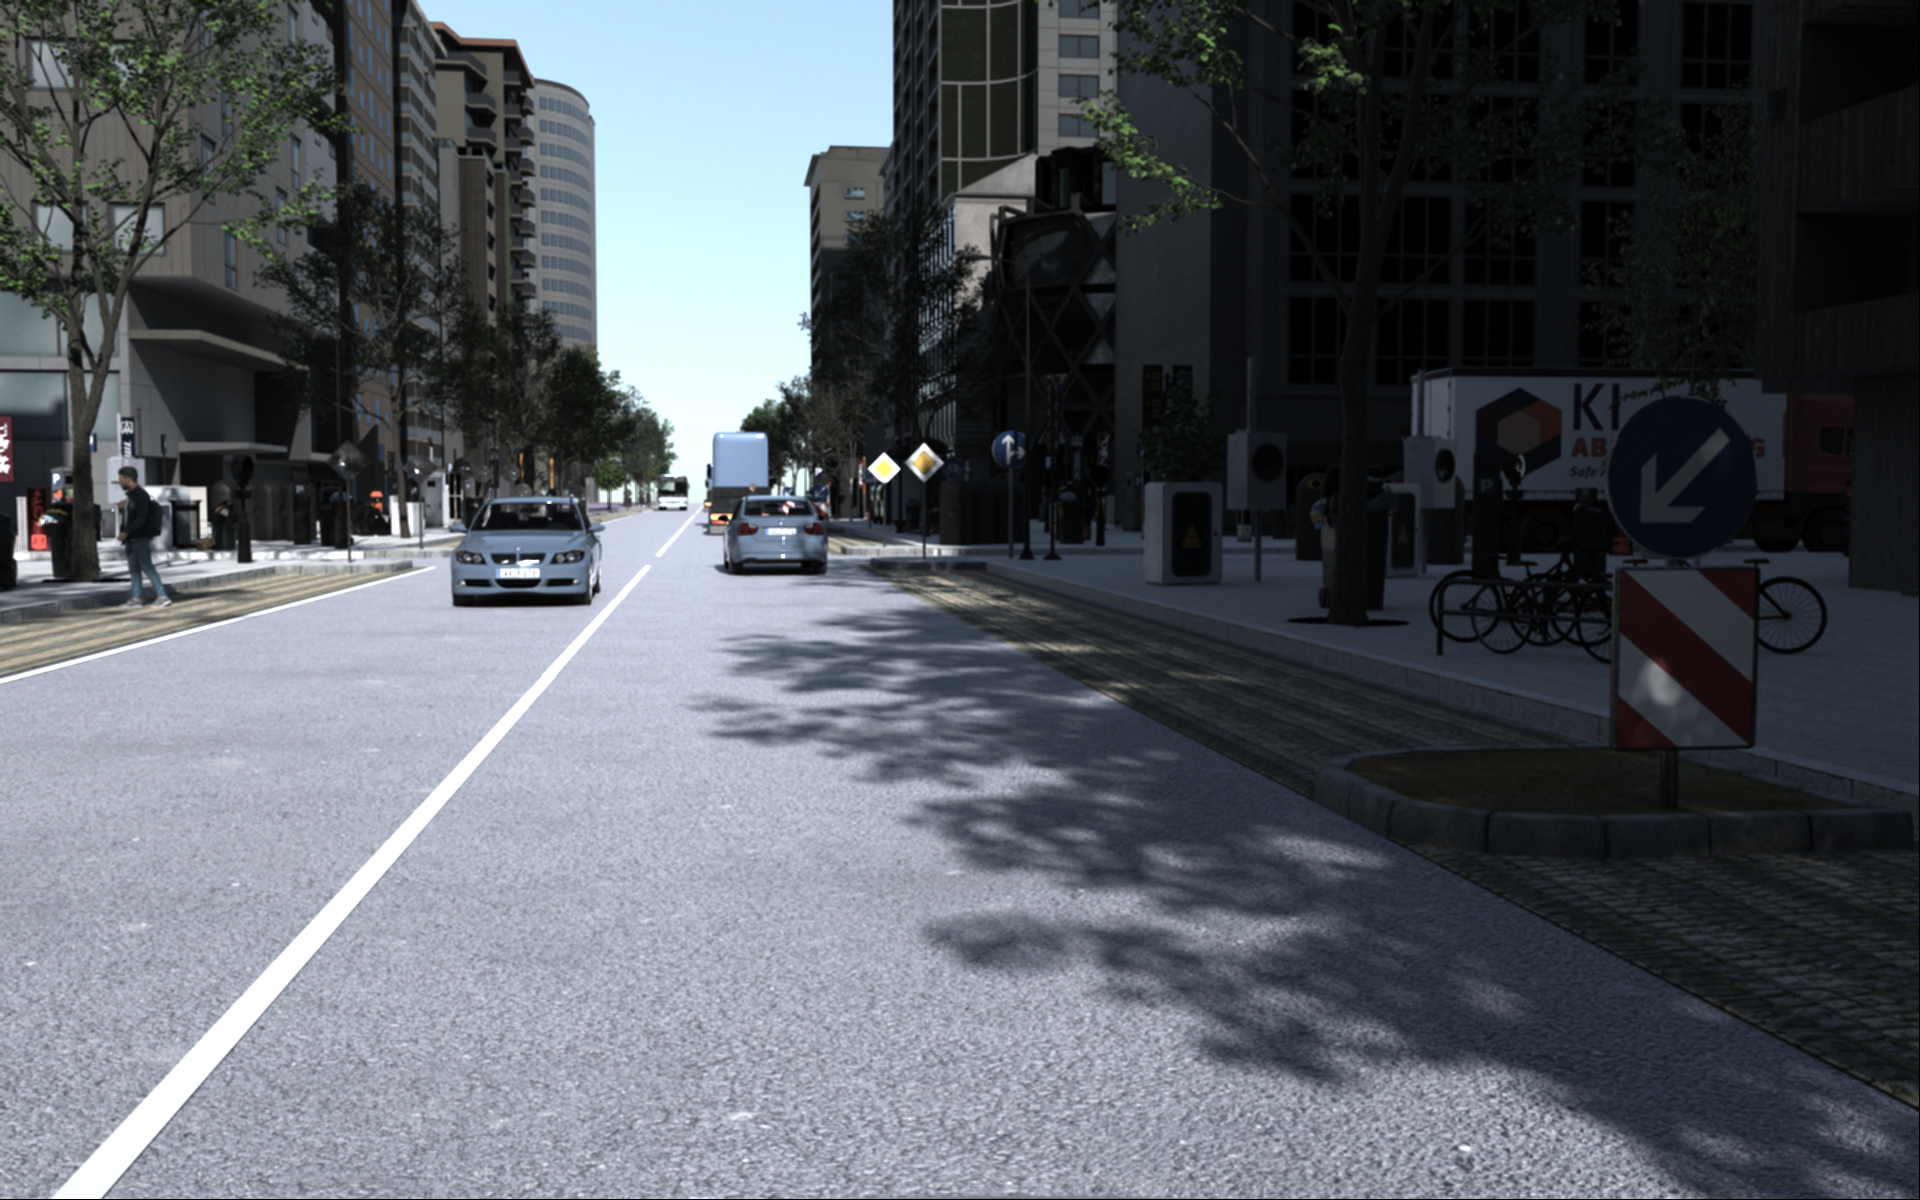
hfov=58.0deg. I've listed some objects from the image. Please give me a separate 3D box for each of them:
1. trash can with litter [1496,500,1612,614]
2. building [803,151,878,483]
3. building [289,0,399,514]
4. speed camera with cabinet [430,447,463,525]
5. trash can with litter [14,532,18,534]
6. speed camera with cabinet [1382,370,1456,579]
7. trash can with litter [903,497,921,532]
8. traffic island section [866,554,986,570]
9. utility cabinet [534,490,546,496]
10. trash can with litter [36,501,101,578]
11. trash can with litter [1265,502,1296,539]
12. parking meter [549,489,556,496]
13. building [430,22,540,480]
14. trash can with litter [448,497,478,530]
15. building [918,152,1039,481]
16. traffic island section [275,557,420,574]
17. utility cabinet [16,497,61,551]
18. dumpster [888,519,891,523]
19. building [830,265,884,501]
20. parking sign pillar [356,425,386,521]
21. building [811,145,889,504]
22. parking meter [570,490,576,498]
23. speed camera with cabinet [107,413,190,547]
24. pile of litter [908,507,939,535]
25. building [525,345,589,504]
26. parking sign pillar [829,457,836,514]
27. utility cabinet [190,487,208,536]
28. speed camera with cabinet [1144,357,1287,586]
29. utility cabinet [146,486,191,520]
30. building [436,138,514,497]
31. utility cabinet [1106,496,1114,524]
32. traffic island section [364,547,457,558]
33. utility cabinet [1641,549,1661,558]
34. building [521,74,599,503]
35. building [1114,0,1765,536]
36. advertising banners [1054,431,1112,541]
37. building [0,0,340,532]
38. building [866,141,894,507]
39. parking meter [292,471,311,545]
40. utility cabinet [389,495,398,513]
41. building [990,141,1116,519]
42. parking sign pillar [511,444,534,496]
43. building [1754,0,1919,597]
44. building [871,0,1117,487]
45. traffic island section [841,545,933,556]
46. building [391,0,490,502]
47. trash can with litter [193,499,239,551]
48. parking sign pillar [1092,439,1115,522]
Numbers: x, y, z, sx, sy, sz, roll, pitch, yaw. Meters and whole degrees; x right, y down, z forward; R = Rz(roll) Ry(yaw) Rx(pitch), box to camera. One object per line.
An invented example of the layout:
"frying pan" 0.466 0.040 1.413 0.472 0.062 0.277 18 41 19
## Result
"trash can with litter" 6.646 -0.497 19.178 2.233 1.210 1.678 -2 4 -35
"building" -8.512 -41.189 262.681 28.713 52.752 27.495 0 4 -8
"building" -40.534 -27.407 98.215 14.600 45.320 14.200 0 4 -8
"speed camera with cabinet" -21.488 -4.766 72.258 2.038 3.252 0.660 3 5 42
"trash can with litter" -30.771 -2.775 56.434 1.678 1.210 2.233 2 4 34
"speed camera with cabinet" 6.982 -1.999 27.027 2.038 3.252 0.660 -3 5 -45
"trash can with litter" -1.587 -2.896 58.736 0.624 1.170 1.055 0 4 6
"traffic island section" -0.678 -0.707 33.844 2.009 0.180 2.903 0 4 -8
"utility cabinet" -25.001 -5.759 102.838 0.318 1.500 1.173 -3 5 -44
"trash can with litter" -13.727 -0.939 26.742 0.624 1.170 1.055 0 4 -6
"trash can with litter" 9.240 -2.324 49.392 1.055 1.170 0.624 -3 5 -44
"parking meter" -21.764 -5.140 92.449 0.372 1.533 0.369 0 3 0
"building" -51.987 -31.136 163.697 22.147 44.769 28.867 0 4 -8
"trash can with litter" -17.820 -3.100 62.074 0.624 1.170 1.055 2 4 25
"building" 3.036 -15.905 109.203 9.793 20.994 18.267 0 4 -8
"traffic island section" -11.412 -0.615 32.328 2.009 0.180 2.903 0 4 -8
"utility cabinet" -20.849 -1.716 39.226 1.020 1.237 0.306 1 4 20
"dumpster" -2.825 -4.570 77.219 1.502 2.255 1.985 0 4 -8
"building" -9.633 -27.425 220.098 14.160 30.474 14.107 0 4 -8
"parking sign pillar" -23.057 -4.847 67.719 1.447 3.967 1.447 3 4 36
"building" -9.146 -37.570 237.972 21.300 48.544 21.600 0 4 -8
"parking meter" -24.369 -6.157 109.085 0.372 1.533 0.369 0 3 0
"speed camera with cabinet" -19.856 -2.939 42.387 2.038 3.252 0.660 1 4 19
"pile of litter" -0.955 -2.522 55.198 1.176 0.858 1.719 -2 4 -35
"building" -61.564 -22.712 216.381 27.650 21.520 28.899 0 4 -8
"parking sign pillar" -7.866 -7.485 110.845 1.447 3.967 1.447 0 4 -5
"utility cabinet" -23.462 -2.677 52.450 1.173 1.500 0.318 -3 5 -40
"speed camera with cabinet" 3.657 -1.859 24.723 2.038 3.252 0.660 -2 4 -23
"utility cabinet" -20.832 -2.238 45.265 1.173 1.500 0.318 1 4 9
"building" -44.921 -22.717 143.122 14.160 30.474 14.107 0 4 -8
"utility cabinet" 6.632 -3.809 73.444 0.306 1.237 1.020 3 5 44
"traffic island section" -12.536 -1.098 40.234 2.009 0.180 2.903 0 4 -8
"utility cabinet" 14.051 -1.592 34.705 1.173 1.500 0.318 -3 5 -44
"building" -62.743 -42.928 243.873 21.231 58.520 28.212 0 4 -8
"building" 18.533 -16.230 58.872 24.014 27.812 14.314 0 4 -8
"advertising banners" 3.413 -3.167 47.961 2.074 3.025 0.090 -3 4 -36
"building" -41.234 -29.331 68.807 28.713 52.752 27.495 0 4 -8
"building" 5.144 -29.542 174.885 32.217 40.220 23.993 0 4 -8
"parking meter" -16.567 -2.319 43.625 0.399 1.863 0.255 0 4 -4
"utility cabinet" -27.289 -4.453 83.961 0.306 1.237 1.020 1 4 10
"building" 9.831 -13.733 91.987 16.820 18.784 16.811 0 4 -8
"parking sign pillar" -22.653 -6.177 89.471 1.447 3.967 1.447 2 4 31
"building" 17.863 -15.227 20.665 14.160 30.474 14.107 0 4 -8
"building" 3.216 -43.547 150.249 20.563 71.187 20.611 0 4 -8
"traffic island section" -1.802 -1.191 41.750 2.009 0.180 2.903 0 4 -8
"building" -50.446 -26.328 122.343 32.217 40.220 23.993 0 4 -8
"trash can with litter" -16.971 -1.714 39.414 1.055 1.170 0.624 1 4 13
"parking sign pillar" 6.870 -5.648 80.812 1.447 3.967 1.447 3 5 43
